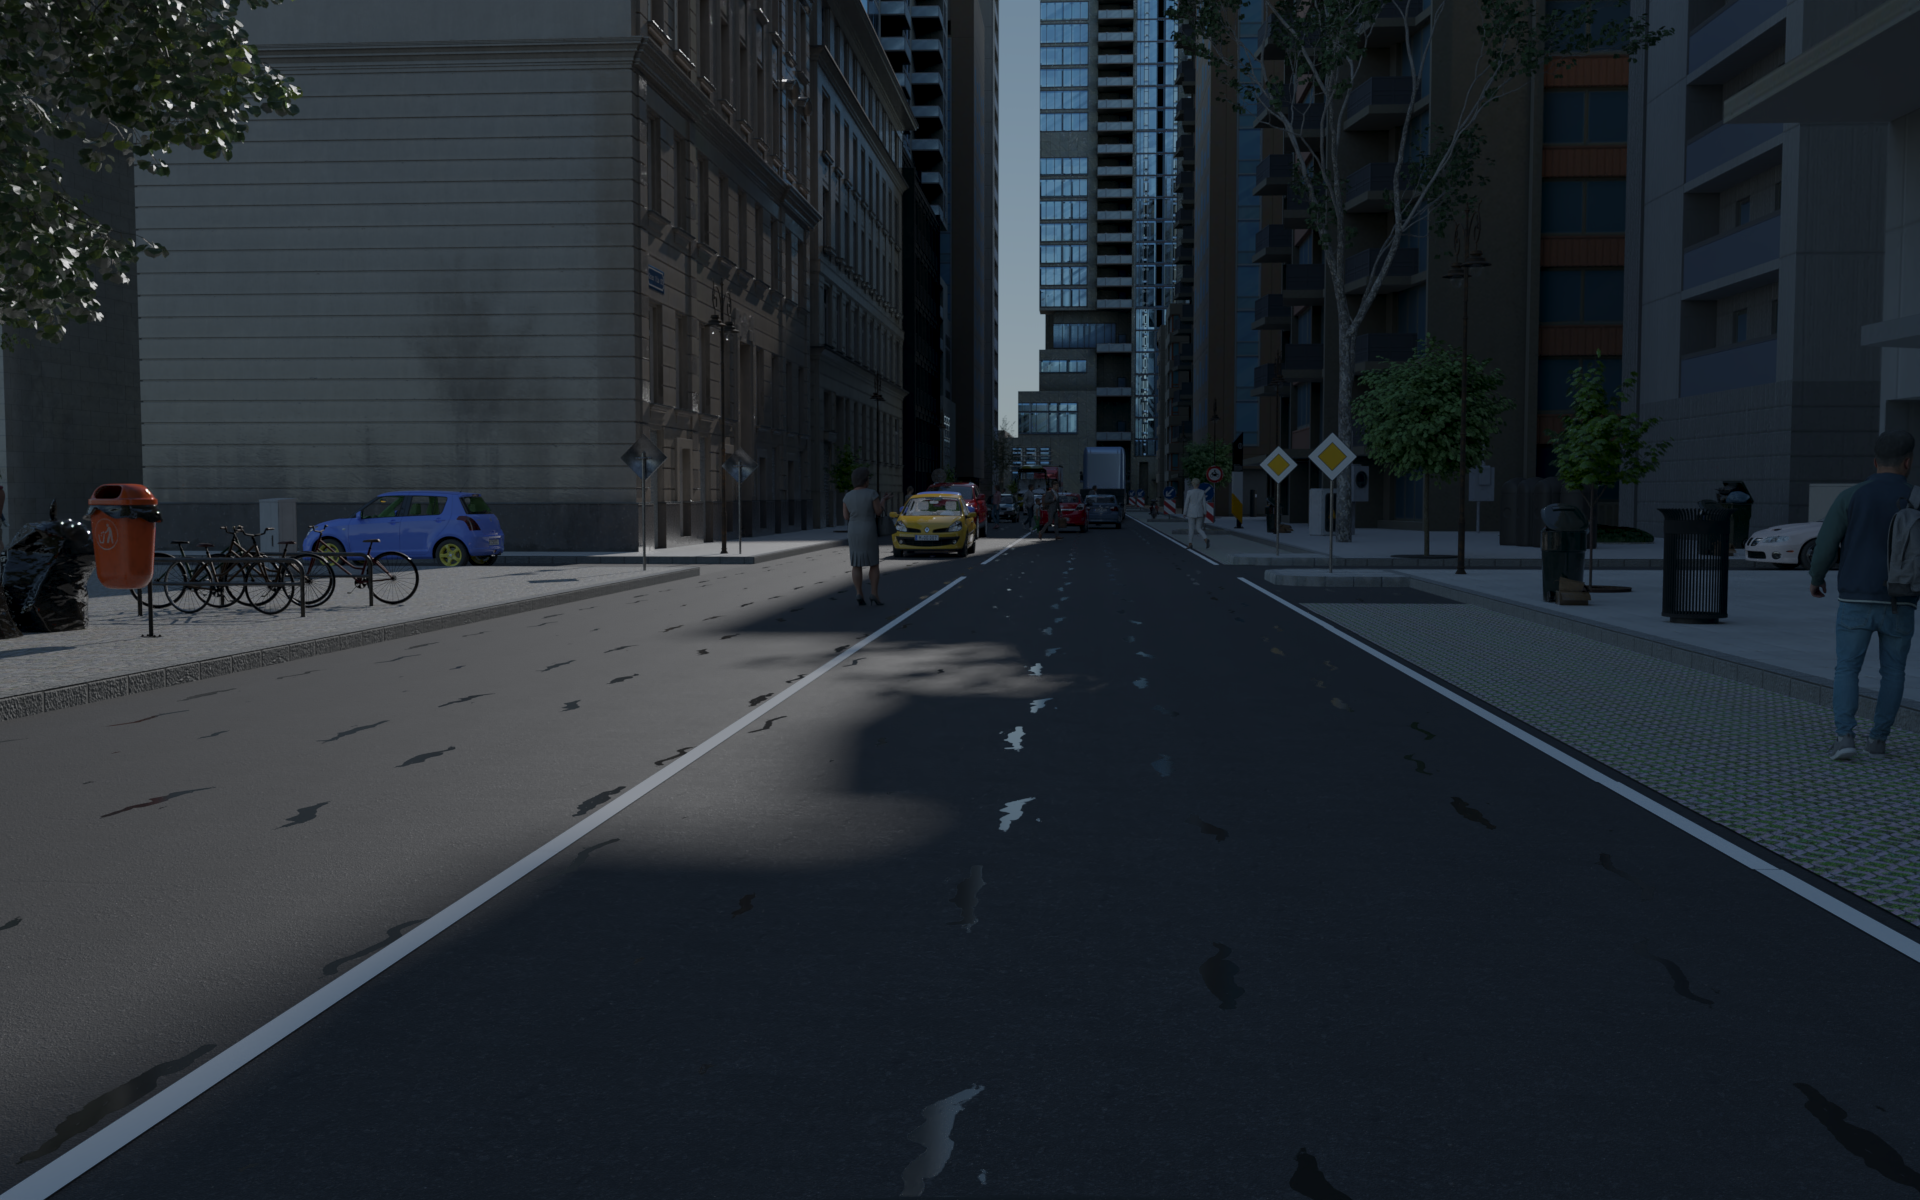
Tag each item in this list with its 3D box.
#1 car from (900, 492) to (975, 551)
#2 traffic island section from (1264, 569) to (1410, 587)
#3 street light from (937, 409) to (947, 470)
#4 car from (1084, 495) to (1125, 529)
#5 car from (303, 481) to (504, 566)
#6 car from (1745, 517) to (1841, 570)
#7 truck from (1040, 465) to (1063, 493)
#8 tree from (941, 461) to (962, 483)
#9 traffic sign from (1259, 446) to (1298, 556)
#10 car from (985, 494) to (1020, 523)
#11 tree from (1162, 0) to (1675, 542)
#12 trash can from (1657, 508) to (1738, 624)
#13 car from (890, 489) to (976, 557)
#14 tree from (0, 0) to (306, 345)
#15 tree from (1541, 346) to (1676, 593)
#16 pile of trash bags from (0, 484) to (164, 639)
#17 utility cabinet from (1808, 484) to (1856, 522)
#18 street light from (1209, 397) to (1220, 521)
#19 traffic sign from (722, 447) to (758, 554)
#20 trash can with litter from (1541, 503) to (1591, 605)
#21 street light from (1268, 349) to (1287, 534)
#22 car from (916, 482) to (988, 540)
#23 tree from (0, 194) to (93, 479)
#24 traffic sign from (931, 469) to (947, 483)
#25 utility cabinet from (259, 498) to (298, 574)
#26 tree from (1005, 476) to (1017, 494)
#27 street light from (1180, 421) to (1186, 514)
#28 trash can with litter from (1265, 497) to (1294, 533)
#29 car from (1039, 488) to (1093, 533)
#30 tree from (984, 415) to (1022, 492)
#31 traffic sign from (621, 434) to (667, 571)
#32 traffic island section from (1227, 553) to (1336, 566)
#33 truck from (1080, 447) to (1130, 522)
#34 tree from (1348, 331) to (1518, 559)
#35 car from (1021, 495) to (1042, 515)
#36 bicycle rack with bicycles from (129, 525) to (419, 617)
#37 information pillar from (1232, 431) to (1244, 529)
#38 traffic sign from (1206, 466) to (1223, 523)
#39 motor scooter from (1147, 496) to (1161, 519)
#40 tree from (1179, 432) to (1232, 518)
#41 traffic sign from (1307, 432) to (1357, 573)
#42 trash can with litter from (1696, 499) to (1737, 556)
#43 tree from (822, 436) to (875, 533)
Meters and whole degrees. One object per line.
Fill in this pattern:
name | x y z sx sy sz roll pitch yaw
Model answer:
car | -0.561 -2.163 44.951 1.945 1.707 3.694 0 4 4
traffic island section | 6.051 -0.361 28.181 2.009 0.180 2.903 0 4 4
street light | -0.950 -7.326 92.562 0.468 5.910 1.993 0 4 4
car | 5.916 -3.715 72.744 2.014 1.417 4.499 0 4 6
car | -10.676 -1.443 33.181 3.694 1.707 1.945 0 4 6
car | 17.263 -1.222 32.346 4.827 1.381 2.083 0 4 6
truck | 8.534 -10.938 167.757 2.839 4.237 11.283 0 4 6
tree | -0.584 -6.547 101.639 1.663 3.219 1.824 0 3 0
traffic sign | 6.621 -1.983 36.068 0.795 2.450 0.064 0 4 4
car | 2.087 -4.764 87.681 2.009 1.686 4.222 0 4 5
tree | 11.192 -11.530 44.409 12.611 20.169 13.585 0 3 0
trash can | 7.330 -0.343 17.256 0.748 1.137 0.748 0 3 0
car | -0.580 -1.856 40.569 2.015 1.641 3.980 0 4 5
tree | -7.682 -6.300 9.658 9.857 13.997 8.962 0 3 0
tree | 8.303 -1.722 22.760 1.663 3.219 1.824 0 3 0
pile of trash bags | -8.648 -0.371 15.822 3.447 1.369 1.912 1 4 22
utility cabinet | 18.734 -1.724 36.871 1.173 1.500 0.318 2 4 34
street light | 12.129 -6.711 82.510 0.468 5.910 1.993 0 4 4
traffic sign | -4.690 -2.036 36.930 0.795 2.450 0.064 0 4 4
trash can with litter | 7.192 -0.547 20.327 0.624 1.170 1.055 0 4 5
street light | 10.143 -5.054 55.428 0.468 5.910 1.993 0 4 4
car | -0.260 -2.911 56.271 2.281 1.827 5.304 0 4 6
tree | -16.131 -4.677 26.825 4.737 8.622 4.395 0 3 0
traffic sign | -1.062 -5.311 86.944 0.768 2.556 0.104 1 4 9
utility cabinet | -10.710 -0.981 27.196 0.306 1.237 1.020 -3 4 -37
tree | 5.922 -11.734 186.446 1.663 3.219 1.824 0 3 0
street light | 14.219 -8.413 110.339 0.468 5.910 1.993 0 4 4
trash can with litter | 10.586 -2.806 57.259 0.624 1.170 1.055 -3 4 -37
car | 3.937 -3.456 65.552 2.155 1.783 4.494 0 4 6
tree | 3.705 -12.976 162.523 4.360 8.622 3.978 0 3 0
traffic sign | -5.284 -1.549 28.967 0.795 2.450 0.064 0 4 4
traffic island section | 6.645 -0.848 36.144 2.009 0.180 2.903 0 4 4
truck | 7.618 -6.333 93.304 2.967 4.110 18.799 0 4 6
tree | 9.561 -3.140 35.054 4.285 4.588 4.351 0 3 0
car | 5.246 -6.480 118.317 2.083 1.381 4.827 0 4 3
bicycle rack with bicycles | -7.818 -0.350 19.109 2.925 0.926 2.852 0 4 5
information pillar | 10.326 -4.468 64.405 0.504 3.616 0.183 -2 4 -33
traffic sign | 11.459 -4.764 77.993 0.768 2.556 0.104 0 4 6
motor scooter | 10.803 -5.115 96.403 0.815 1.314 1.986 0 4 6
tree | 13.271 -6.641 92.293 4.285 4.588 4.351 0 3 0
traffic sign | 6.027 -1.496 28.105 0.795 2.450 0.064 0 4 4
trash can with litter | 15.847 -1.514 36.140 0.624 1.170 1.055 0 4 -8
tree | -3.717 -3.871 57.891 1.663 3.219 1.824 0 3 0
